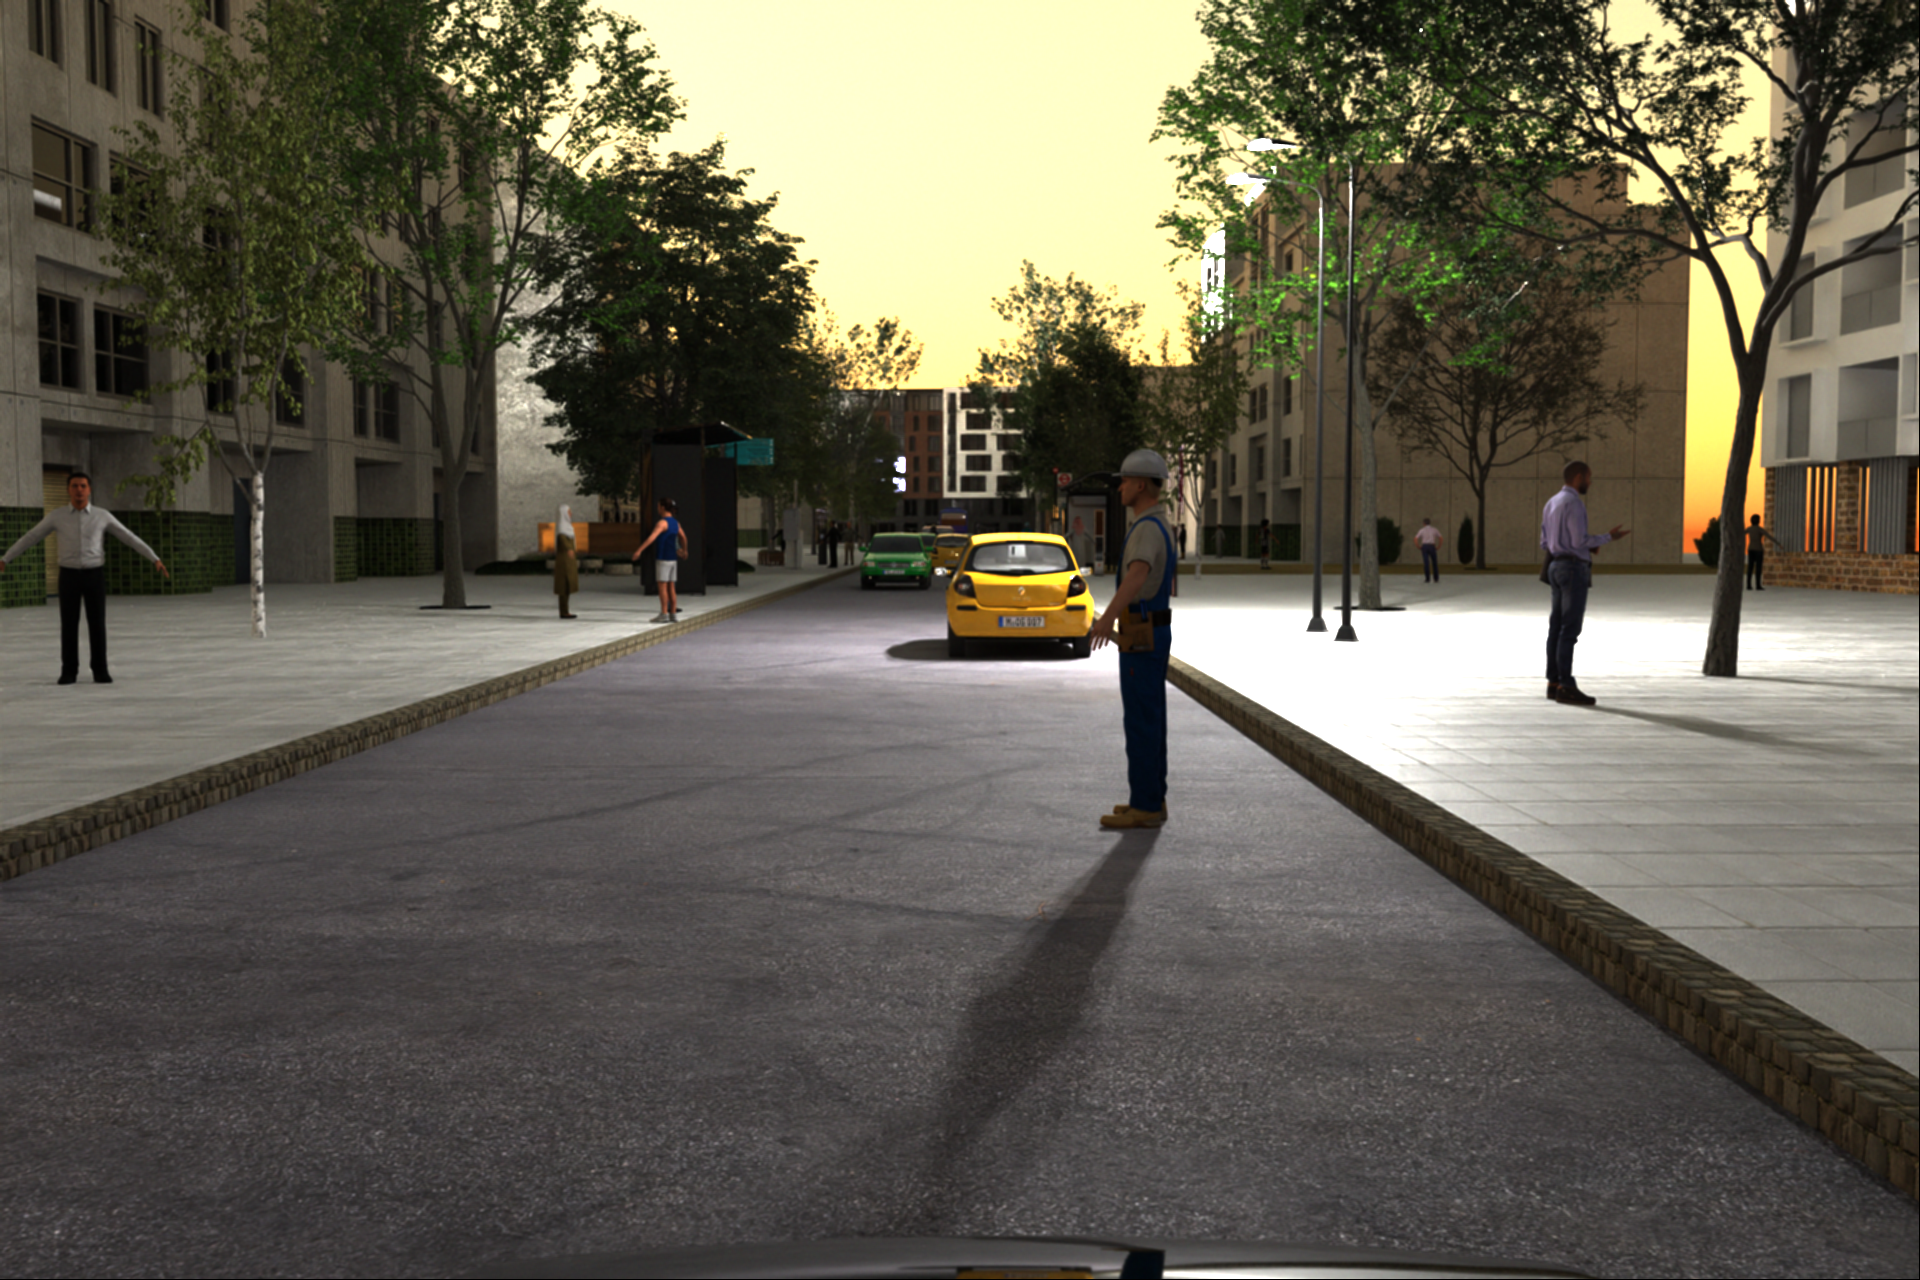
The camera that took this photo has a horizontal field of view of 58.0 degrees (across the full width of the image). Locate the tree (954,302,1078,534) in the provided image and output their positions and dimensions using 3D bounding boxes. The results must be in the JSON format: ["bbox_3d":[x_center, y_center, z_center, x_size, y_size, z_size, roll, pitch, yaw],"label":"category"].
[{"bbox_3d":[5.890,-17.571,143.169,12.611,20.169,13.585,0,3,0],"label":"tree"}]

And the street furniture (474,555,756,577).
[{"bbox_3d":[-10.594,-2.477,56.118,10.072,0.657,5.734,-3,5,-44],"label":"street furniture"}]

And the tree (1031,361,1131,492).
[{"bbox_3d":[5.604,-7.506,73.091,4.360,8.622,3.978,0,3,0],"label":"tree"}]

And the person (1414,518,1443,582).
[{"bbox_3d":[12.435,-2.387,46.008,0.756,1.711,0.436,1,4,12],"label":"person"}]

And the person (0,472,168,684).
[{"bbox_3d":[-7.547,-0.534,14.886,1.344,1.810,0.704,-2,4,-27],"label":"person"}]

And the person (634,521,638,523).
[{"bbox_3d":[-14.764,-4.477,78.961,1.354,1.858,0.705,-3,5,-44],"label":"person"}]

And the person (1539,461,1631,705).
[{"bbox_3d":[4.791,-0.451,13.279,0.599,1.838,0.709,0,4,-4],"label":"person"}]

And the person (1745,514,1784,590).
[{"bbox_3d":[18.345,-2.024,39.847,0.721,1.744,1.215,-2,4,-33],"label":"person"}]

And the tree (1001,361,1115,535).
[{"bbox_3d":[6.320,-10.910,104.130,9.928,11.665,9.643,0,3,0],"label":"tree"}]

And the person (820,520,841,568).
[{"bbox_3d":[-4.869,-3.663,66.116,0.704,1.802,1.346,2,4,30],"label":"person"}]

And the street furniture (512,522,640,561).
[{"bbox_3d":[-14.000,-3.691,67.195,9.812,1.723,11.010,-3,4,-37],"label":"street furniture"}]

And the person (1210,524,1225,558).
[{"bbox_3d":[13.699,-5.231,91.721,0.705,1.806,1.347,-2,4,-24],"label":"person"}]

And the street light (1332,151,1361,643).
[{"bbox_3d":[5.147,-2.931,20.467,1.470,5.913,1.316,0,4,0],"label":"street light"}]

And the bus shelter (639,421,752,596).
[{"bbox_3d":[-5.871,-2.926,39.122,1.731,3.624,6.357,0,4,-1],"label":"bus shelter"}]

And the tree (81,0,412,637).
[{"bbox_3d":[-8.839,-4.353,21.539,4.737,8.622,4.395,0,3,0],"label":"tree"}]

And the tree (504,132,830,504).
[{"bbox_3d":[-8.990,-9.036,54.392,9.857,13.997,8.962,0,3,0],"label":"tree"}]

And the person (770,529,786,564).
[{"bbox_3d":[-7.494,-4.141,73.897,1.347,1.806,0.705,-3,4,-37],"label":"person"}]

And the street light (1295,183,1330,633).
[{"bbox_3d":[5.204,-3.051,22.430,1.470,5.913,1.316,0,4,0],"label":"street light"}]

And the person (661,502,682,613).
[{"bbox_3d":[-4.730,-1.375,28.328,0.704,1.849,1.345,0,4,-1],"label":"person"}]

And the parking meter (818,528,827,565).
[{"bbox_3d":[-5.745,-3.914,72.405,0.372,1.533,0.369,0,3,0],"label":"parking meter"}]

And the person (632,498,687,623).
[{"bbox_3d":[-4.289,-1.160,25.139,0.704,1.807,1.345,2,4,23],"label":"person"}]

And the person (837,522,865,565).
[{"bbox_3d":[-4.605,-4.017,71.948,1.348,1.796,0.705,0,4,-1],"label":"person"}]

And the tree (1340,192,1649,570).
[{"bbox_3d":[18.755,-9.285,62.173,12.009,13.543,11.850,0,3,0],"label":"tree"}]

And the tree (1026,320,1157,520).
[{"bbox_3d":[6.958,-10.673,92.631,7.486,12.596,7.792,0,3,0],"label":"tree"}]

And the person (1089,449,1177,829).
[{"bbox_3d":[0.881,-0.015,8.558,0.705,1.847,1.347,1,4,16],"label":"person"}]

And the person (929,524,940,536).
[{"bbox_3d":[-1.130,-4.044,74.361,1.354,1.856,0.705,-1,4,-14],"label":"person"}]

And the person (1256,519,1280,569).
[{"bbox_3d":[11.136,-3.481,63.053,0.704,1.843,1.345,-2,4,-27],"label":"person"}]

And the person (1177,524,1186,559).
[{"bbox_3d":[11.313,-5.020,88.212,0.704,1.812,1.346,1,4,22],"label":"person"}]

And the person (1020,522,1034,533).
[{"bbox_3d":[3.094,-4.470,79.204,1.347,1.817,0.704,1,4,19],"label":"person"}]

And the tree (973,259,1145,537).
[{"bbox_3d":[6.637,-16.067,118.582,12.611,20.169,13.585,0,3,0],"label":"tree"}]

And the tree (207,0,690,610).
[{"bbox_3d":[-8.614,-6.348,29.545,9.928,11.665,9.643,0,3,0],"label":"tree"}]

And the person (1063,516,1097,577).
[{"bbox_3d":[3.485,-2.770,51.440,1.347,1.811,0.704,-1,4,-20],"label":"person"}]

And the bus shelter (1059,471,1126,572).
[{"bbox_3d":[4.557,-3.939,58.325,2.014,3.302,5.546,0,4,-1],"label":"bus shelter"}]

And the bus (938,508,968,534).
[{"bbox_3d":[-0.643,-10.382,161.292,2.896,3.916,12.251,0,4,-1],"label":"bus"}]

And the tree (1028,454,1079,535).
[{"bbox_3d":[6.607,-11.031,130.716,4.360,8.622,3.978,0,3,0],"label":"tree"}]

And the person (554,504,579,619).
[{"bbox_3d":[-5.941,-1.201,26.417,0.721,1.736,1.217,-1,4,-12],"label":"person"}]

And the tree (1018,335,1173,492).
[{"bbox_3d":[6.334,-9.040,82.209,8.767,10.594,7.601,2,4,32],"label":"tree"}]
